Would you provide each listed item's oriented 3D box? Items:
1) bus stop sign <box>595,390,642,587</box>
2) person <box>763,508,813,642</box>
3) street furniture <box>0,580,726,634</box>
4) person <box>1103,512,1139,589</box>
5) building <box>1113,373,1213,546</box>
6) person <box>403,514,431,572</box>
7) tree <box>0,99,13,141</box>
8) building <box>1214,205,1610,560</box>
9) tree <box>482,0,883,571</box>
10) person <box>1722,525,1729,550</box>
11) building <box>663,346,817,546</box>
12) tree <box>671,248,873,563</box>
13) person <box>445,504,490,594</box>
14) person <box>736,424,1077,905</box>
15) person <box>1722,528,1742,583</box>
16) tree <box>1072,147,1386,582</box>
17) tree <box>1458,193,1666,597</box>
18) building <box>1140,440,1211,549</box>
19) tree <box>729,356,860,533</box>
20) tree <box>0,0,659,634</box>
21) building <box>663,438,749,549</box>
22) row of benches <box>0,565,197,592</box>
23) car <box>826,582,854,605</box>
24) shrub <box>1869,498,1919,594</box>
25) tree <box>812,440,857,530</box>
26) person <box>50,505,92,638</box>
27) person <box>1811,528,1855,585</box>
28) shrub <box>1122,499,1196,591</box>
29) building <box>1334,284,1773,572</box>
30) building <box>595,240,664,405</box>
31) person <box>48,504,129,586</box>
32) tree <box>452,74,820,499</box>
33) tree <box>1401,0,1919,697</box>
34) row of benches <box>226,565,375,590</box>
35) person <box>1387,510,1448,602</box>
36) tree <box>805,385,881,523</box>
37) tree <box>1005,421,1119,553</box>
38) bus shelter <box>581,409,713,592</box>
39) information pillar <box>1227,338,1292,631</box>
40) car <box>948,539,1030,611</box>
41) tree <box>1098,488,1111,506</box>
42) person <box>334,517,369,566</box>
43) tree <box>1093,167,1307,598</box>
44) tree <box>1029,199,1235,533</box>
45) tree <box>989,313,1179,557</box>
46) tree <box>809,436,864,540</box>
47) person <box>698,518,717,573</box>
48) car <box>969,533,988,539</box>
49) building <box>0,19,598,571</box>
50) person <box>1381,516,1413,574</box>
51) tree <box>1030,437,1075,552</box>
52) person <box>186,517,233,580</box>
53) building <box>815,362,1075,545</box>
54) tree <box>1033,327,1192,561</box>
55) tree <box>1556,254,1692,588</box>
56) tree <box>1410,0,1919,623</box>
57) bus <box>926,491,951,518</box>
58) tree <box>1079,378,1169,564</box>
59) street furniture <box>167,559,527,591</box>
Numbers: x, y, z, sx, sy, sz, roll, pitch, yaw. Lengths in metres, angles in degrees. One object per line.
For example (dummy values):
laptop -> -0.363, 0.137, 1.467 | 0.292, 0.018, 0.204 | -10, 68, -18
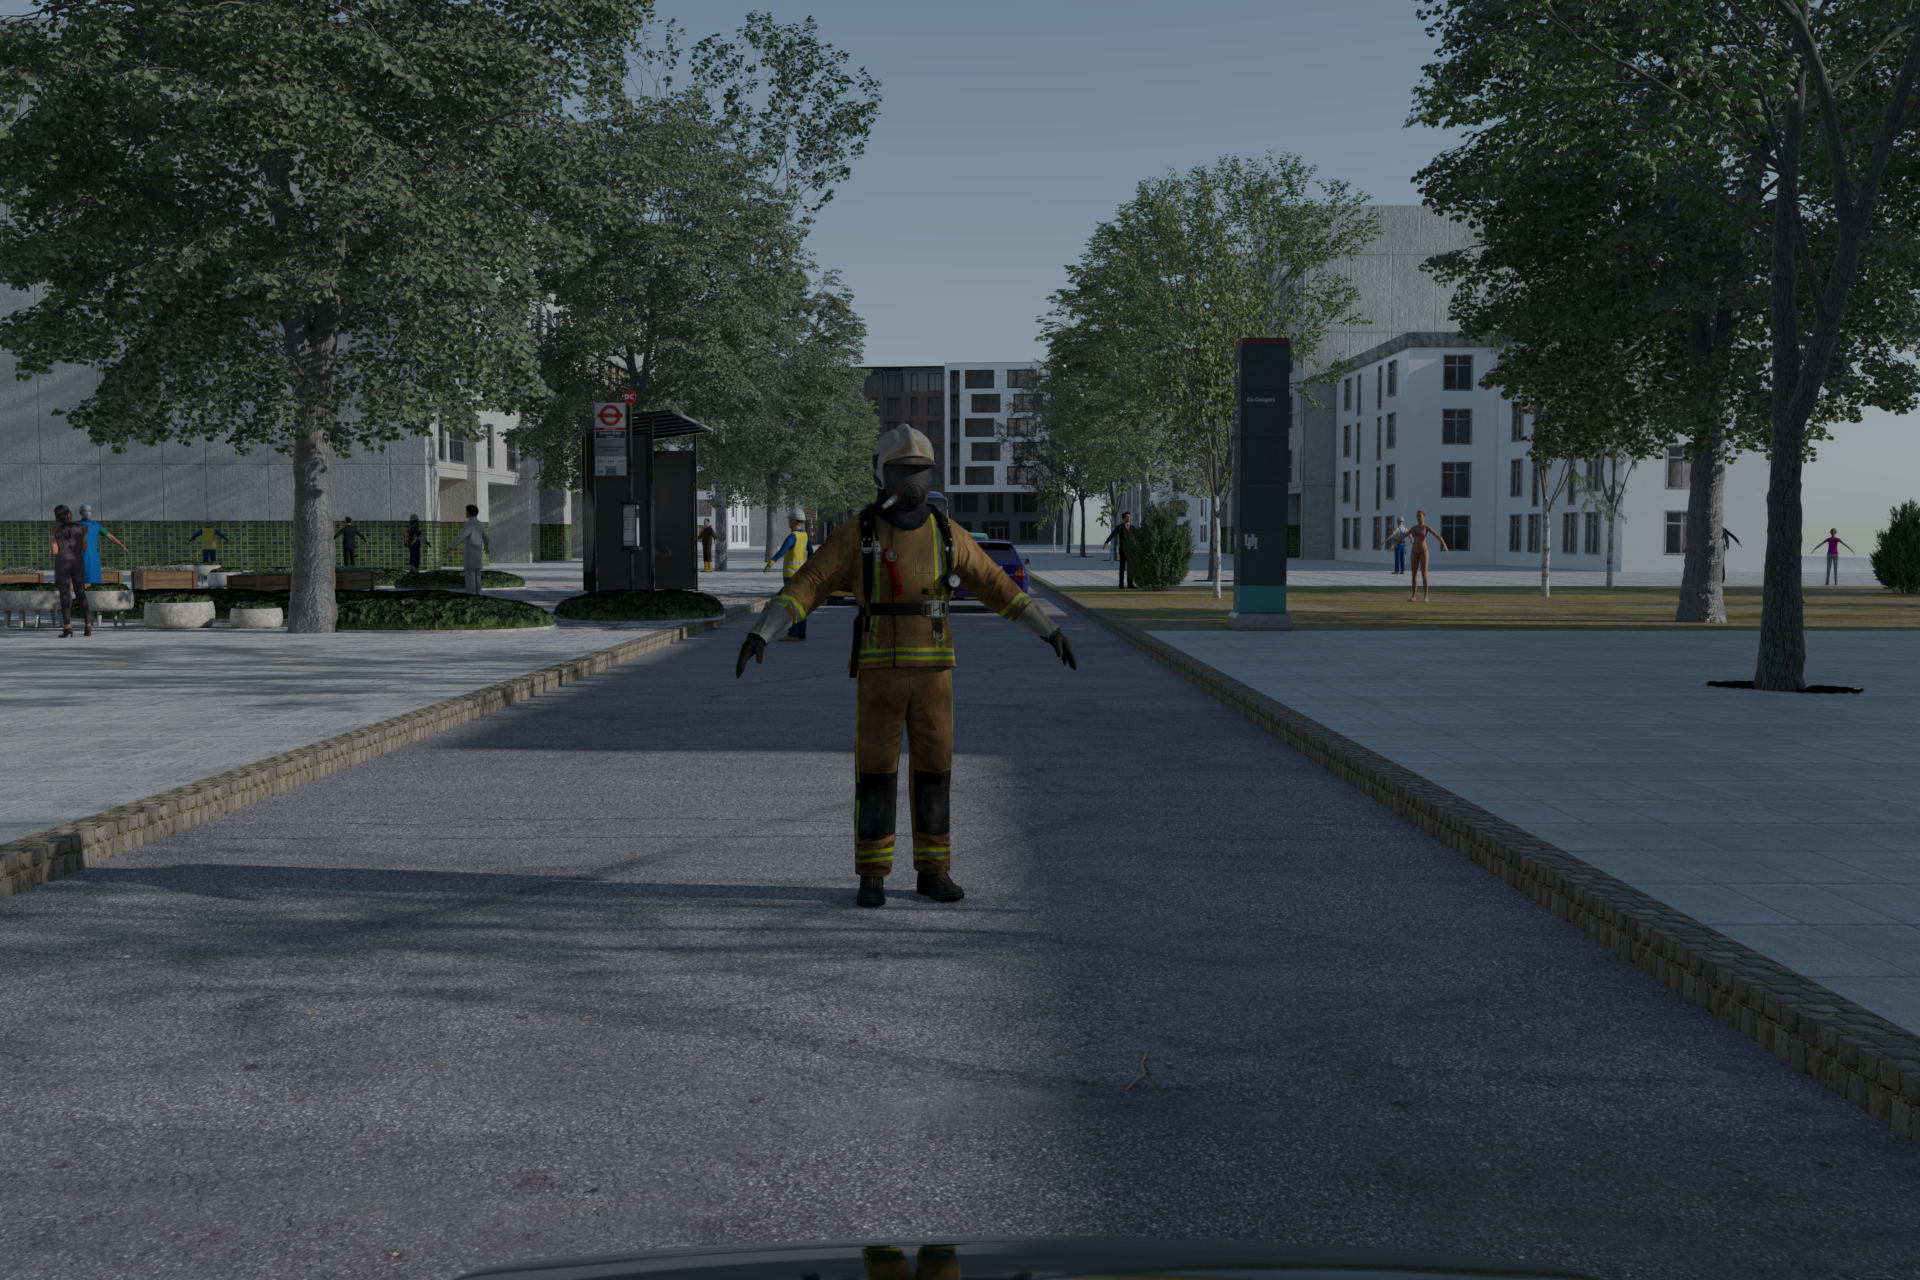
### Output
bus stop sign -> -6.339, -2.659, 32.179 | 0.855, 3.939, 0.416 | 0, 4, 1
person -> -2.280, -0.875, 23.225 | 0.721, 1.772, 1.216 | 2, 4, 24
street furniture -> -8.736, -0.596, 25.365 | 10.072, 0.657, 5.734 | 0, 4, 7
person -> 3.912, -2.104, 40.586 | 1.347, 1.806, 0.705 | -2, 4, -24
building -> 25.998, -19.436, 184.241 | 16.747, 18.905, 31.486 | 0, 4, 0
person -> -15.637, -2.688, 49.722 | 1.354, 1.856, 0.705 | 3, 5, 42
tree -> -9.011, -6.263, 9.060 | 9.857, 13.997, 8.962 | 0, 3, 0
building -> 25.518, -14.400, 101.898 | 16.747, 18.905, 31.486 | 0, 3, 0
tree -> -9.590, -12.490, 60.109 | 12.611, 20.169, 13.585 | 0, 3, 0
person -> 18.263, -2.183, 41.971 | 0.705, 1.796, 1.348 | -1, 4, -10
building -> -25.536, -21.833, 187.896 | 19.493, 23.208, 18.063 | 0, 4, -1
tree -> -8.601, -10.466, 77.769 | 9.857, 13.997, 8.962 | 0, 3, 0
person -> -8.711, -1.509, 30.858 | 0.705, 1.806, 1.347 | 1, 4, 16
person -> -0.212, 0.091, 6.744 | 1.354, 1.858, 0.705 | -1, 4, -16
person -> 19.966, -2.382, 45.670 | 1.216, 1.740, 0.721 | 1, 4, 15
tree -> 7.036, -7.379, 46.395 | 9.928, 11.665, 9.643 | 0, 3, 0
tree -> 11.888, -5.208, 35.516 | 4.360, 8.622, 3.978 | 0, 3, 0
building -> 21.768, -12.921, 153.407 | 9.099, 9.664, 28.070 | 0, 4, 0
tree -> -9.101, -9.619, 91.679 | 8.767, 10.594, 7.601 | 2, 4, 34
tree -> -8.551, -7.069, 22.231 | 9.857, 13.997, 8.962 | 0, 3, 0
building -> -24.491, -13.619, 164.811 | 9.099, 9.664, 28.070 | 0, 4, 1
row of benches -> -16.926, -1.123, 33.827 | 1.422, 0.672, 4.104 | 3, 5, 44
car -> -1.874, -1.592, 36.251 | 2.015, 1.641, 3.980 | 0, 4, 0
shrub -> 20.542, -2.040, 37.395 | 1.661, 2.075, 1.752 | 0, 3, 0
tree -> -8.562, -10.458, 121.357 | 4.360, 8.622, 3.978 | 0, 3, 0
person -> -11.056, -0.857, 21.517 | 0.415, 1.643, 0.593 | 0, 4, -1
person -> 21.821, -2.082, 43.304 | 0.991, 1.433, 0.599 | 2, 4, 28
shrub -> 4.453, -2.131, 38.877 | 1.661, 2.075, 1.752 | 0, 3, 0
building -> 23.112, -7.964, 72.355 | 9.099, 9.664, 28.070 | 0, 3, 0
building -> -28.177, -16.505, 100.782 | 19.493, 23.208, 18.063 | 0, 3, 0
person -> -15.704, -1.533, 31.186 | 1.347, 1.817, 0.704 | -3, 5, -42
tree -> -8.646, -8.620, 47.588 | 9.857, 13.997, 8.962 | 0, 3, 0
tree -> 6.944, -5.393, 13.935 | 9.928, 11.665, 9.643 | 0, 3, 0
row of benches -> -12.419, -1.071, 32.969 | 1.422, 0.672, 4.104 | 1, 4, 12
person -> 8.681, -1.592, 32.825 | 1.217, 1.733, 0.721 | 3, 5, 40
tree -> -8.935, -12.913, 129.258 | 7.486, 12.596, 7.792 | 0, 3, 0
tree -> 7.142, -10.980, 113.942 | 8.767, 10.594, 7.601 | 0, 4, -1
bus shelter -> -6.327, -2.716, 35.694 | 1.731, 3.624, 6.357 | 0, 4, -1
information pillar -> 4.024, -2.067, 23.177 | 0.750, 3.857, 0.750 | 0, 4, 1
car -> 0.378, -1.243, 32.897 | 1.945, 1.354, 3.894 | 0, 4, -1
tree -> 21.782, -18.573, 214.035 | 12.009, 13.543, 11.850 | 0, 3, 0
person -> -19.356, -2.990, 54.827 | 1.347, 1.837, 0.705 | -3, 5, -40
tree -> 4.998, -5.142, 34.433 | 4.737, 8.622, 4.395 | 0, 3, 0
tree -> 5.968, -8.645, 59.476 | 7.486, 12.596, 7.792 | 0, 3, 0
tree -> 6.765, -11.290, 94.961 | 12.009, 13.543, 11.850 | 0, 3, 0
tree -> -8.566, -9.899, 112.210 | 4.737, 8.622, 4.395 | 0, 3, 0
person -> -8.479, -3.165, 57.885 | 0.704, 1.812, 1.346 | -3, 5, -41
car -> 0.118, -2.371, 47.567 | 1.959, 1.807, 4.718 | 0, 4, 0
building -> -27.258, -12.796, 75.676 | 16.747, 18.905, 31.486 | 0, 4, -1
person -> 14.071, -3.037, 55.504 | 1.347, 1.847, 0.705 | -2, 4, -29
tree -> 6.733, -10.554, 122.922 | 4.737, 8.622, 4.395 | 0, 3, 0
person -> -21.212, -2.597, 48.932 | 1.216, 1.772, 0.721 | -1, 4, -21
building -> -2.299, -22.798, 219.185 | 32.646, 21.610, 27.936 | 0, 4, 7
tree -> 7.469, -9.577, 82.337 | 9.928, 11.665, 9.643 | 0, 3, 0
tree -> 15.363, -5.566, 41.359 | 4.360, 8.622, 3.978 | 0, 3, 0
tree -> 10.839, -7.242, 25.064 | 9.857, 13.997, 8.962 | 0, 3, 0
bus -> -1.914, -6.838, 103.356 | 2.896, 3.916, 12.251 | 0, 4, 0
tree -> 6.655, -7.530, 73.472 | 4.737, 8.622, 4.395 | 0, 3, 0
street furniture -> -15.307, -1.626, 42.208 | 5.734, 0.657, 10.072 | -3, 5, -44
